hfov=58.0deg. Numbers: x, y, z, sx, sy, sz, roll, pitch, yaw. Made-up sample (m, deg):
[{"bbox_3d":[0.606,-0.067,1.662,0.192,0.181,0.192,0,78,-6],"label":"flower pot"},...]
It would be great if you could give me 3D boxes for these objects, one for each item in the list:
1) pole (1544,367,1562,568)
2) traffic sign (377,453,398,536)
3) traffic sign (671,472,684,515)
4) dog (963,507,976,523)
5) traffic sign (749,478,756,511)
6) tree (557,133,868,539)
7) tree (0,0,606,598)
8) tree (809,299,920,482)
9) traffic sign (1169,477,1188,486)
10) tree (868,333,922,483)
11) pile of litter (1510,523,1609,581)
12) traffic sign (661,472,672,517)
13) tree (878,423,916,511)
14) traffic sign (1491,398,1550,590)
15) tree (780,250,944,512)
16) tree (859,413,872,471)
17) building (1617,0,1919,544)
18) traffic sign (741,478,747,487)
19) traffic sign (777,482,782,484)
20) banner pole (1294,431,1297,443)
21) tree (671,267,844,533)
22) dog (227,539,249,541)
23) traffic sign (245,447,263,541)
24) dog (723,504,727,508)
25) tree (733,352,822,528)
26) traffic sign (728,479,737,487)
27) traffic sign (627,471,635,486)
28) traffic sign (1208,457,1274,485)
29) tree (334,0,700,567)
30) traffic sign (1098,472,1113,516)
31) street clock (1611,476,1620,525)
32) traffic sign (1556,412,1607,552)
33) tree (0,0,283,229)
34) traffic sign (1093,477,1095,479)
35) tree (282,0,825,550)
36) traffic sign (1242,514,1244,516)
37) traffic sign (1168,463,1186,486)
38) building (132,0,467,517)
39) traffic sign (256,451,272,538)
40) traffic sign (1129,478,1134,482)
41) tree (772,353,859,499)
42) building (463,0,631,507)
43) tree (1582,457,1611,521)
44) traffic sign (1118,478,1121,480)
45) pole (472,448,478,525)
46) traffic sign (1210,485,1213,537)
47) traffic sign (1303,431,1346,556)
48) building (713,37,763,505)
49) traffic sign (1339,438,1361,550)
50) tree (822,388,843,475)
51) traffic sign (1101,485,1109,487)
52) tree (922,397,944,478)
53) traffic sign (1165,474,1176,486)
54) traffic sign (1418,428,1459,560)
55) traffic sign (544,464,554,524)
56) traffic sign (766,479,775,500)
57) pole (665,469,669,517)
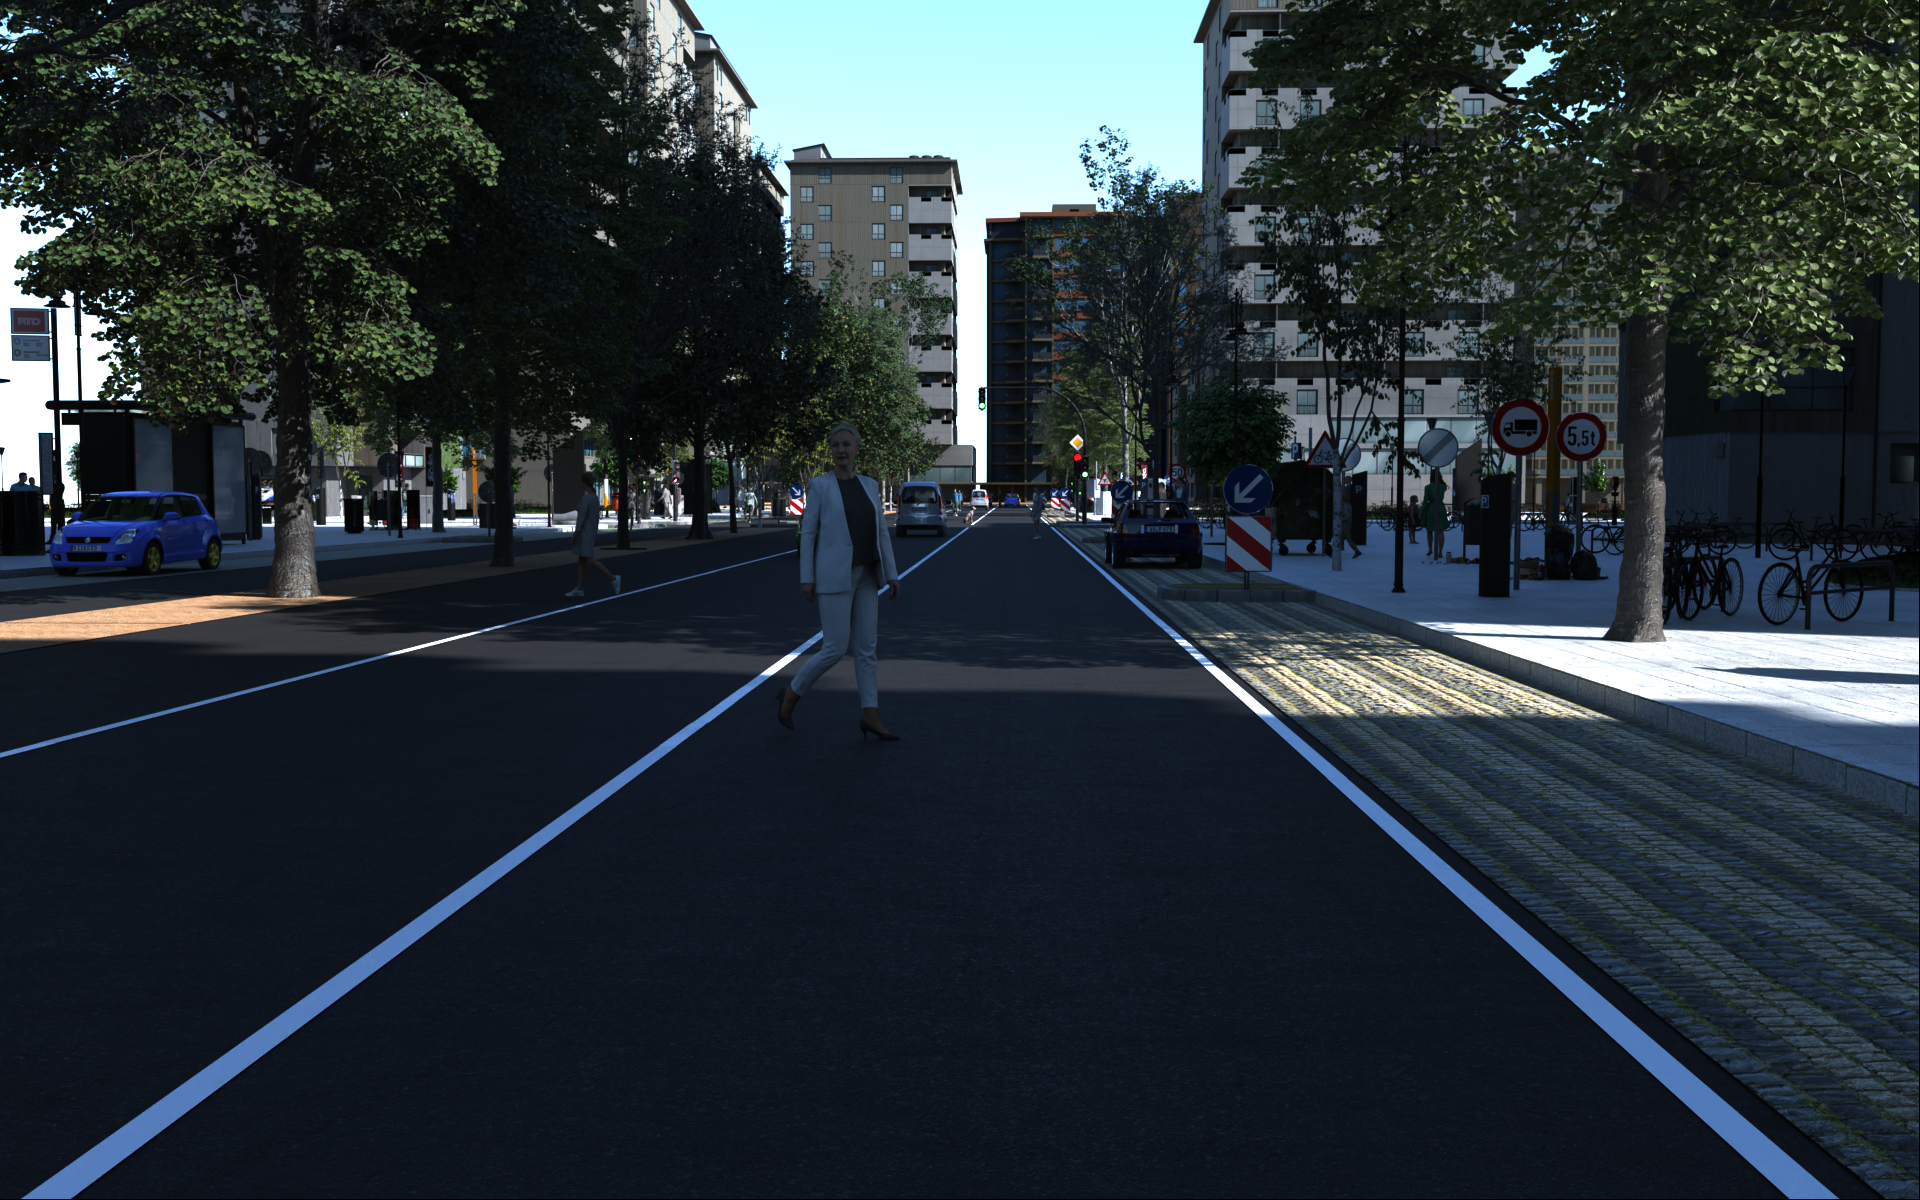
[{"bbox_3d":[9.592,-2.089,27.999,0.158,3.312,0.155,0,3,0],"label":"pole"},{"bbox_3d":[-17.591,-3.255,53.327,0.768,2.556,0.104,1,4,9],"label":"traffic sign"},{"bbox_3d":[-15.656,-5.860,95.909,0.768,2.556,0.104,0,4,6],"label":"traffic sign"},{"bbox_3d":[0.342,-4.211,85.679,0.800,0.831,0.513,2,4,28],"label":"dog"},{"bbox_3d":[-16.005,-8.174,133.753,0.768,2.556,0.104,0,4,3],"label":"traffic sign"},{"bbox_3d":[-8.249,-8.275,54.759,9.611,12.733,9.660,0,3,0],"label":"tree"},{"bbox_3d":[-9.258,-7.008,23.698,9.857,13.997,8.962,0,3,0],"label":"tree"},{"bbox_3d":[-6.997,-12.499,113.467,9.857,13.997,8.962,0,3,0],"label":"tree"},{"bbox_3d":[10.143,-4.908,80.253,0.884,2.594,0.081,0,4,7],"label":"traffic sign"},{"bbox_3d":[-7.344,-10.858,96.988,9.611,12.733,9.660,0,3,0],"label":"tree"},{"bbox_3d":[8.924,-0.746,26.159,1.719,0.858,1.176,1,4,14],"label":"pile of litter"},{"bbox_3d":[-16.120,-5.848,95.617,0.884,2.594,0.081,0,4,8],"label":"traffic sign"},{"bbox_3d":[-5.055,-11.914,147.613,4.360,8.622,3.978,0,3,0],"label":"tree"},{"bbox_3d":[7.461,-1.409,23.144,0.768,2.556,0.104,0,4,2],"label":"traffic sign"},{"bbox_3d":[-7.167,-16.878,134.299,12.611,20.169,13.585,0,3,0],"label":"tree"},{"bbox_3d":[-6.861,-9.297,104.818,4.737,8.622,4.395,0,3,0],"label":"tree"},{"bbox_3d":[27.070,-17.052,50.498,14.160,30.474,14.107,0,4,2],"label":"building"},{"bbox_3d":[-17.350,-8.548,139.862,0.768,2.556,0.104,1,4,10],"label":"traffic sign"},{"bbox_3d":[-14.899,-8.669,143.861,0.606,2.300,0.079,0,4,3],"label":"traffic sign"},{"bbox_3d":[13.410,-4.846,69.255,0.401,3.779,0.863,1,4,17],"label":"banner pole"},{"bbox_3d":[-8.264,-7.746,63.518,8.767,10.594,7.601,0,4,2],"label":"tree"},{"bbox_3d":[-20.044,-1.842,47.850,0.748,0.427,0.550,0,4,-4],"label":"dog"},{"bbox_3d":[-19.425,-2.890,47.353,0.768,2.556,0.104,1,4,9],"label":"traffic sign"},{"bbox_3d":[-21.194,-8.500,156.708,0.550,0.427,0.748,0,4,-2],"label":"dog"},{"bbox_3d":[-8.297,-7.266,71.625,4.737,8.622,4.395,0,3,0],"label":"tree"},{"bbox_3d":[-18.360,-8.541,139.747,0.768,2.556,0.104,1,4,10],"label":"traffic sign"},{"bbox_3d":[-18.657,-5.951,97.408,0.768,2.556,0.104,0,4,6],"label":"traffic sign"},{"bbox_3d":[9.307,-3.876,57.252,2.265,3.308,0.079,0,4,3],"label":"traffic sign"},{"bbox_3d":[-9.057,-6.940,34.059,7.486,12.596,7.792,0,3,0],"label":"tree"},{"bbox_3d":[8.545,-6.239,102.017,0.884,2.594,0.081,1,4,9],"label":"traffic sign"},{"bbox_3d":[26.901,-4.072,71.141,0.358,2.002,0.471,1,4,13],"label":"street clock"},{"bbox_3d":[9.639,-1.641,26.944,0.768,2.556,0.104,1,4,8],"label":"traffic sign"},{"bbox_3d":[-9.425,-6.078,12.204,12.009,13.543,11.850,0,3,0],"label":"tree"},{"bbox_3d":[10.080,-7.972,130.347,0.884,2.594,0.081,1,4,10],"label":"traffic sign"},{"bbox_3d":[-8.604,-8.014,43.850,12.009,13.543,11.850,0,3,0],"label":"tree"},{"bbox_3d":[8.113,-3.035,49.630,0.884,2.594,0.081,1,4,9],"label":"traffic sign"},{"bbox_3d":[8.947,-4.363,71.436,0.768,2.556,0.104,0,4,6],"label":"traffic sign"},{"bbox_3d":[-38.604,-25.607,102.267,14.154,41.232,14.086,0,4,2],"label":"building"},{"bbox_3d":[-20.477,-3.092,50.665,0.768,2.556,0.104,1,4,10],"label":"traffic sign"},{"bbox_3d":[13.246,-8.143,133.243,0.768,2.556,0.104,1,4,8],"label":"traffic sign"},{"bbox_3d":[-7.253,-8.325,88.933,4.360,8.622,3.978,0,3,0],"label":"tree"},{"bbox_3d":[-38.588,-31.285,135.210,21.300,48.544,21.600,0,4,2],"label":"building"},{"bbox_3d":[30.836,-5.446,83.649,1.663,3.219,1.824,0,3,0],"label":"tree"},{"bbox_3d":[12.702,-8.520,139.411,0.768,2.556,0.104,0,4,6],"label":"traffic sign"},{"bbox_3d":[-20.143,-4.773,71.887,0.158,3.312,0.155,0,3,0],"label":"pole"},{"bbox_3d":[7.558,-3.172,51.963,0.768,2.556,0.104,0,4,3],"label":"traffic sign"},{"bbox_3d":[7.476,-2.174,35.556,0.884,2.594,0.081,0,4,2],"label":"traffic sign"},{"bbox_3d":[-39.528,-37.676,205.241,27.495,52.752,28.713,0,4,2],"label":"building"},{"bbox_3d":[8.708,-2.400,39.352,0.768,2.556,0.104,0,4,6],"label":"traffic sign"},{"bbox_3d":[-7.550,-8.014,83.846,4.737,8.622,4.395,0,3,0],"label":"tree"},{"bbox_3d":[11.190,-8.173,133.726,0.768,2.556,0.104,1,4,9],"label":"traffic sign"},{"bbox_3d":[-6.020,-12.467,123.295,9.611,12.733,9.660,0,3,0],"label":"tree"},{"bbox_3d":[12.837,-6.443,105.454,0.768,2.556,0.104,0,4,3],"label":"traffic sign"},{"bbox_3d":[9.220,-2.041,33.470,0.768,2.556,0.104,1,4,11],"label":"traffic sign"},{"bbox_3d":[-17.311,-4.491,73.535,0.768,2.556,0.104,0,4,8],"label":"traffic sign"},{"bbox_3d":[-15.759,-8.853,144.743,0.884,2.594,0.081,0,4,2],"label":"traffic sign"},{"bbox_3d":[-16.280,-6.262,96.228,0.158,3.312,0.155,0,3,0],"label":"pole"}]
